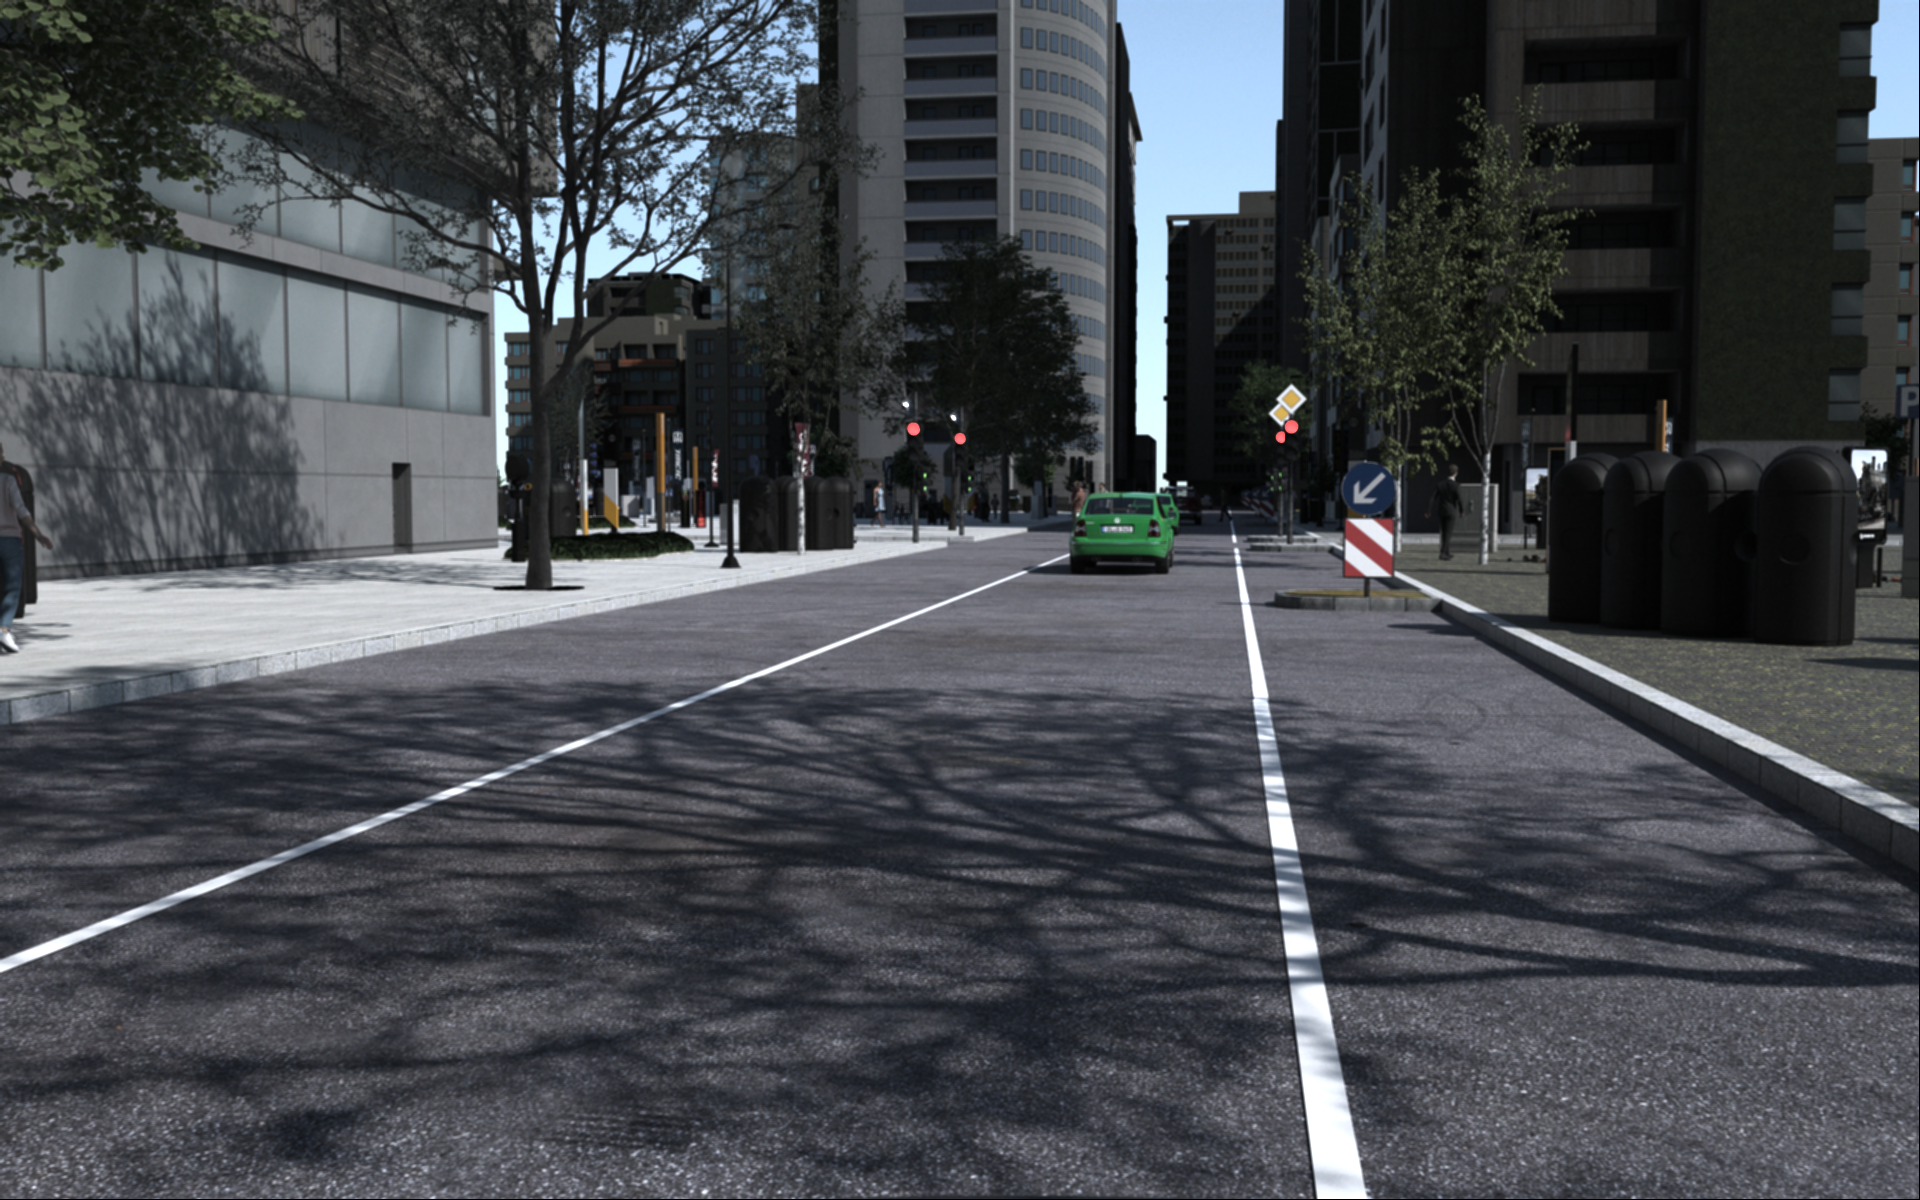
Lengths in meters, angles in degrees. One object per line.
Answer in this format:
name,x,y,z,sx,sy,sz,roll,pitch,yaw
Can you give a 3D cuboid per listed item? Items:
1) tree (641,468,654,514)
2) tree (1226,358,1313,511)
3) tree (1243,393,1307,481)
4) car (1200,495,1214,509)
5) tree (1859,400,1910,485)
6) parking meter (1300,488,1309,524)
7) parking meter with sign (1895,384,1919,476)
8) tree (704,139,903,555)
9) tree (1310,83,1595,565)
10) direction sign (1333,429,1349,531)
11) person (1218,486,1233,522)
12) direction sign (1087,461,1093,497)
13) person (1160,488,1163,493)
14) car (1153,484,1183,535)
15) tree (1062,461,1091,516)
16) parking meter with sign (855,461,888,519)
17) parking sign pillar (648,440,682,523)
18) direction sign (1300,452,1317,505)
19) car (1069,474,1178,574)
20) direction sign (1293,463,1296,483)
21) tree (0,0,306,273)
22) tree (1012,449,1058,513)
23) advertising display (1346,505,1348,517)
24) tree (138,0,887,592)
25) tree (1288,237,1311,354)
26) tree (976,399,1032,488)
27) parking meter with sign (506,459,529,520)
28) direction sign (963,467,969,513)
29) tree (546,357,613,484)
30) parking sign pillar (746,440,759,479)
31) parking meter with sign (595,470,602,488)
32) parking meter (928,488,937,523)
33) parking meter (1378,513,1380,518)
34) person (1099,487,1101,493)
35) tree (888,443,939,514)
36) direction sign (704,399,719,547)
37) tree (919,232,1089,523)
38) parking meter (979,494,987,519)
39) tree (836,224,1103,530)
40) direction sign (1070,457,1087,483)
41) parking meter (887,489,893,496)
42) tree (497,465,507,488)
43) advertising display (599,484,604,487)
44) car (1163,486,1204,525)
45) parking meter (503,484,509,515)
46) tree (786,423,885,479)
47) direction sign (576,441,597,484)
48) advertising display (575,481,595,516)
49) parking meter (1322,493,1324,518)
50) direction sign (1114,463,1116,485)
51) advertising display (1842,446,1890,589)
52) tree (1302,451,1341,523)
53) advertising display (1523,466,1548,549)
tree,-19.222,-7.067,110.142,1.663,3.219,1.824,0,3,0
tree,24.086,-12.633,132.302,9.928,11.665,9.643,0,3,0
tree,22.217,-10.454,121.279,4.360,8.622,3.978,0,3,0
car,23.446,-9.468,167.163,2.083,1.381,4.827,0,4,8
tree,31.756,-4.724,60.952,4.285,4.588,4.351,0,3,0
parking meter,15.006,-4.103,75.499,0.372,1.533,0.369,0,3,0
parking meter with sign,15.843,-1.931,27.833,1.738,3.016,0.543,-2,4,-24
tree,-3.293,-5.237,35.986,4.360,8.622,3.978,0,3,0
tree,9.441,-4.963,31.507,4.737,8.622,4.395,0,3,0
direction sign,13.432,-4.219,60.972,0.876,3.537,0.379,-3,4,-36
person,13.810,-5.011,90.333,0.836,1.842,0.656,0,4,-1
direction sign,8.829,-7.738,118.517,0.379,3.537,0.876,-2,4,-28
person,12.758,-6.233,110.208,0.447,1.846,0.655,2,4,33
car,6.909,-3.224,61.504,1.959,1.807,4.718,1,4,8
tree,6.876,-6.443,99.940,1.663,3.219,1.824,0,3,0
parking meter with sign,-4.663,-5.794,91.000,1.738,3.016,0.543,1,4,21
parking sign pillar,-14.376,-5.933,85.483,1.447,3.967,1.447,2,4,25
direction sign,18.616,-6.154,92.615,0.876,3.537,0.379,2,4,24
car,3.093,-1.454,32.566,1.959,1.807,4.718,1,4,9
direction sign,24.013,-8.138,125.055,0.379,3.537,0.876,-1,4,-13
tree,-6.723,-5.649,10.496,7.486,12.596,7.792,0,3,0
tree,5.125,-8.209,117.926,4.285,4.588,4.351,0,3,0
advertising display,18.181,-4.552,79.633,0.123,1.923,0.974,-3,4,-37
tree,-5.491,-6.878,22.824,12.009,13.543,11.850,0,3,0
tree,9.479,-5.377,38.278,4.737,8.622,4.395,0,3,0
tree,2.571,-9.304,102.482,4.360,8.622,3.978,0,3,0
parking meter with sign,-22.218,-5.533,86.720,0.543,3.016,1.738,-3,5,-43
direction sign,0.581,-7.778,119.163,0.876,3.537,0.379,2,4,34
tree,-20.991,-8.792,94.117,4.360,8.622,3.978,0,3,0
parking sign pillar,-10.376,-5.995,86.495,1.447,3.967,1.447,0,4,3
parking meter with sign,-26.300,-8.054,127.941,0.543,3.016,1.738,1,4,18
parking meter,-1.217,-4.202,77.110,0.372,1.533,0.369,0,3,0
parking meter,16.985,-3.910,69.641,0.255,1.863,0.399,3,5,40
person,5.305,-3.415,64.888,0.519,1.759,0.362,0,4,-1
tree,-2.968,-7.428,105.155,4.285,4.588,4.351,0,3,0
direction sign,-6.012,-3.046,41.791,0.379,3.537,0.876,-1,4,-17
tree,1.583,-9.654,75.969,7.486,12.596,7.792,0,3,0
parking meter,1.169,-4.883,88.254,0.372,1.533,0.369,0,3,0
tree,-0.175,-7.712,60.504,8.767,10.594,7.601,-1,4,-20
direction sign,7.077,-6.915,105.050,0.876,3.537,0.379,2,4,29
parking meter,-5.081,-7.361,126.065,0.399,1.863,0.255,2,4,25
tree,-26.979,-6.414,99.462,1.663,3.219,1.824,0,3,0
advertising display,-22.306,-6.371,109.372,0.974,1.923,0.123,0,4,7
car,10.415,-4.486,82.012,2.281,1.827,5.304,0,4,7
parking meter,-27.664,-6.097,105.389,0.255,1.863,0.399,3,5,41
tree,-6.319,-5.867,79.640,4.285,4.588,4.351,0,3,0
direction sign,-15.898,-5.004,73.815,0.876,3.537,0.379,-1,4,-16
advertising display,-18.112,-4.799,83.685,0.974,1.923,0.123,1,4,14
parking meter,19.664,-5.257,94.366,0.372,1.533,0.369,0,3,0
direction sign,11.363,-8.253,126.933,0.379,3.537,0.876,1,4,15
advertising display,12.287,-1.121,23.543,0.974,1.923,0.123,-2,4,-33
tree,16.115,-5.013,76.556,1.663,3.219,1.824,0,3,0
advertising display,13.540,-2.133,40.087,0.974,1.923,0.123,0,4,7
